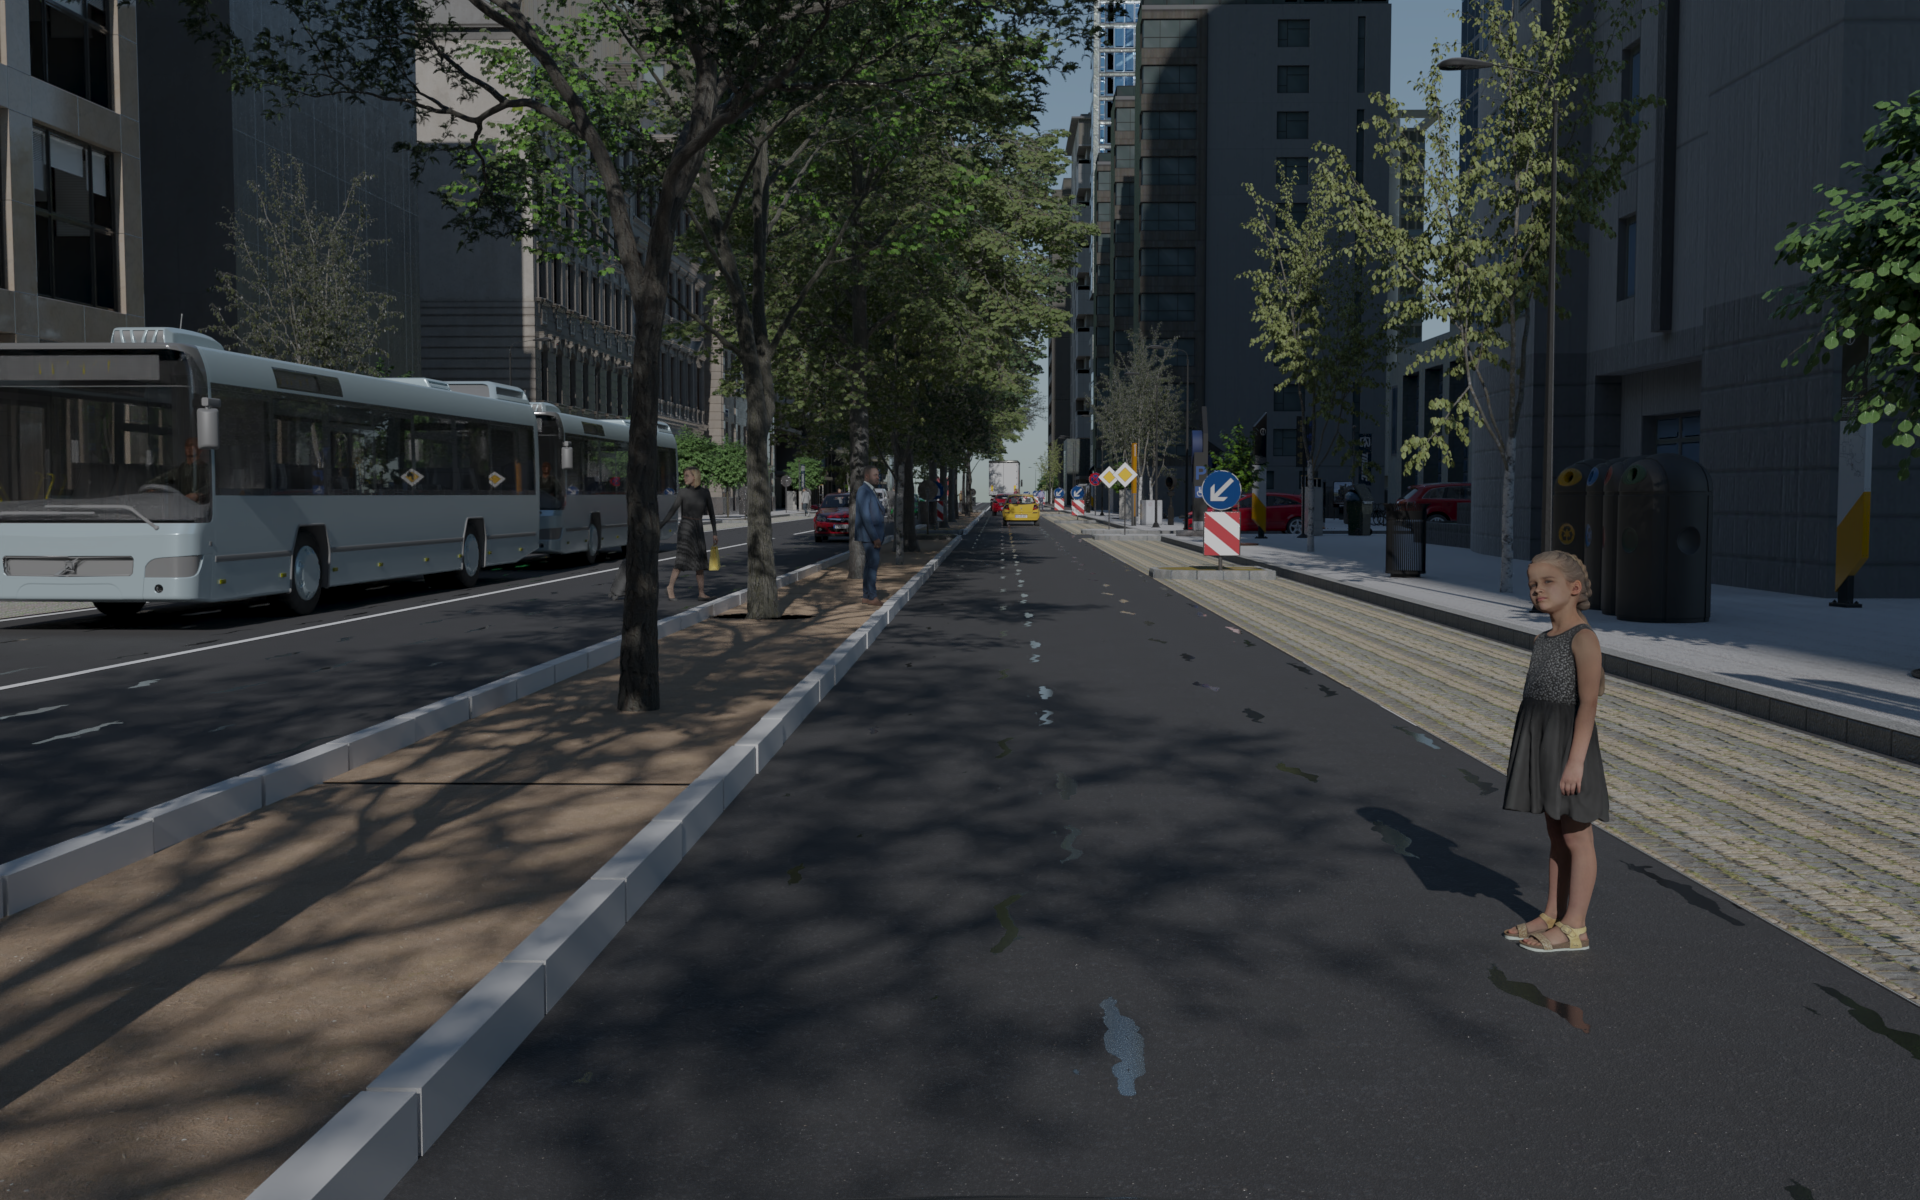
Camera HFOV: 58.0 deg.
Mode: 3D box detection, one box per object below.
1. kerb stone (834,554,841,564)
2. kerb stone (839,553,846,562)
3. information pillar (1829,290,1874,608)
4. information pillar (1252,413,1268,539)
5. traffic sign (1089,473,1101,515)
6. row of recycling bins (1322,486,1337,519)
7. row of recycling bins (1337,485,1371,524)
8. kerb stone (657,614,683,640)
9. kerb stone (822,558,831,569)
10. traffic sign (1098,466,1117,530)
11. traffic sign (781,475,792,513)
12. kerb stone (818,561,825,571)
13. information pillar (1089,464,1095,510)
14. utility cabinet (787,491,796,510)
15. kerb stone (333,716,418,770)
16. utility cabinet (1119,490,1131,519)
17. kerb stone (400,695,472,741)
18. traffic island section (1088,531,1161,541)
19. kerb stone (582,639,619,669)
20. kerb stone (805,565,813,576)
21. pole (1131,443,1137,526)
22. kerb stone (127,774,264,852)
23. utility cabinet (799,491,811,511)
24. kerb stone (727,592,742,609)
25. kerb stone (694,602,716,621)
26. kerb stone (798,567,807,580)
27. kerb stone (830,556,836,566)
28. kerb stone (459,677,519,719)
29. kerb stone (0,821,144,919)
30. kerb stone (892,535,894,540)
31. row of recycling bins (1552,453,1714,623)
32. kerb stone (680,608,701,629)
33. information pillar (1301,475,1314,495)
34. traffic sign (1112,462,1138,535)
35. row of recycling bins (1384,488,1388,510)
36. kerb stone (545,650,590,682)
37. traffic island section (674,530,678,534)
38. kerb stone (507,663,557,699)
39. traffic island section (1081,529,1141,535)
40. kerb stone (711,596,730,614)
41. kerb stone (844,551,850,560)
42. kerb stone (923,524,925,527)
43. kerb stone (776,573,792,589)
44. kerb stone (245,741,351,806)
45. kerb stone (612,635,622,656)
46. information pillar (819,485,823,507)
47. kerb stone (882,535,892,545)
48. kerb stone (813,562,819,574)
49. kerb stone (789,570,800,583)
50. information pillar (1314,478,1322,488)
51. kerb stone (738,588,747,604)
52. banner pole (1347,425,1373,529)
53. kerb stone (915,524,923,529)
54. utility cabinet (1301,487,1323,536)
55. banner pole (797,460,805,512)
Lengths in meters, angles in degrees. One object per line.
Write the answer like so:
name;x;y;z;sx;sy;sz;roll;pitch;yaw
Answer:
kerb stone;-2.568;-0.784;35.070;0.120;0.150;1.000;0;4;1
kerb stone;-2.544;-0.850;36.092;0.120;0.150;1.000;0;4;1
information pillar;10.067;-1.720;19.484;0.183;3.616;0.504;0;4;-6
information pillar;8.612;-3.572;49.761;0.504;3.616;0.183;-2;4;-34
traffic sign;8.102;-6.331;103.623;0.768;2.556;0.104;0;4;5
row of recycling bins;19.784;-5.216;92.388;1.069;1.692;3.534;0;4;-1
row of recycling bins;17.004;-4.114;74.382;1.069;1.692;3.534;0;4;8
kerb stone;-2.995;0.280;17.621;0.120;0.150;1.000;0;4;1
kerb stone;-2.620;-0.662;33.014;0.120;0.150;1.000;0;4;1
traffic sign;5.363;-3.586;62.279;0.795;2.450;0.064;0;4;1
traffic sign;-11.806;-7.188;117.629;0.768;2.556;0.104;0;4;8
kerb stone;-2.645;-0.587;31.984;0.120;0.150;1.000;0;4;1
information pillar;10.370;-8.863;136.269;0.504;3.616;0.183;-2;4;-29
utility cabinet;-13.144;-7.751;135.401;0.318;1.500;1.173;-2;4;-28
kerb stone;-3.191;0.782;9.415;0.120;0.150;1.000;0;4;1
utility cabinet;8.372;-4.804;87.232;0.318;1.500;1.173;2;4;28
kerb stone;-3.175;0.719;10.445;0.120;0.150;1.000;0;4;1
traffic island section;5.194;-1.963;54.373;2.009;0.180;2.903;0;4;1
kerb stone;-3.056;0.468;14.539;0.120;0.150;1.000;0;4;1
kerb stone;-2.693;-0.469;29.926;0.120;0.150;1.000;0;4;1
pole;6.979;-4.624;69.449;0.158;3.312;0.155;0;3;0
kerb stone;-3.242;0.907;7.364;0.120;0.150;1.000;0;4;1
utility cabinet;-11.320;-7.191;126.257;0.318;1.500;1.173;2;4;25
kerb stone;-2.899;0.030;21.720;0.120;0.150;1.000;0;4;1
kerb stone;-2.943;0.155;19.671;0.120;0.150;1.000;0;4;1
kerb stone;-2.709;-0.410;28.897;0.120;0.150;1.000;0;4;1
kerb stone;-2.596;-0.721;34.036;0.120;0.150;1.000;0;4;1
kerb stone;-3.137;0.656;11.467;0.120;0.150;1.000;0;4;1
kerb stone;-3.256;0.973;6.339;0.120;0.150;1.000;0;4;1
kerb stone;-2.149;-1.853;52.487;0.120;0.150;1.000;0;4;1
row of recycling bins;7.294;-0.719;18.861;1.069;1.692;3.534;0;4;6
kerb stone;-2.965;0.223;18.647;0.120;0.150;1.000;0;4;1
information pillar;13.639;-3.898;68.230;0.304;2.012;0.304;-1;4;-15
traffic sign;5.170;-3.098;54.296;0.795;2.450;0.064;0;4;1
row of recycling bins;30.179;-7.051;122.392;1.069;1.692;3.534;1;4;10
kerb stone;-3.089;0.531;13.518;0.120;0.150;1.000;0;4;1
traffic island section;-11.150;-2.476;62.758;2.009;0.180;2.903;0;4;1
kerb stone;-3.114;0.594;12.489;0.120;0.150;1.000;0;4;1
traffic island section;5.387;-2.451;62.355;2.009;0.180;2.903;0;4;1
kerb stone;-2.915;0.092;20.696;0.120;0.150;1.000;0;4;1
kerb stone;-2.518;-0.912;37.114;0.120;0.150;1.000;0;4;1
kerb stone;-1.665;-3.077;72.509;0.120;0.150;1.000;0;4;1
kerb stone;-2.770;-0.284;26.838;0.120;0.150;1.000;0;4;1
kerb stone;-3.213;0.845;8.393;0.120;0.150;1.000;0;4;1
kerb stone;-3.043;0.410;15.562;0.120;0.150;1.000;0;4;1
information pillar;-10.951;-8.085;136.681;0.304;2.012;0.304;0;4;1
kerb stone;-2.174;-1.790;51.463;0.120;0.150;1.000;0;4;1
kerb stone;-2.672;-0.535;30.953;0.120;0.150;1.000;0;4;1
kerb stone;-2.740;-0.347;27.875;0.120;0.150;1.000;0;4;1
information pillar;16.474;-4.615;79.942;0.304;2.012;0.304;-2;4;-32
kerb stone;-2.868;-0.033;22.742;0.120;0.150;1.000;0;4;1
banner pole;14.556;-4.464;63.001;0.863;3.779;0.401;1;4;20
kerb stone;-1.693;-3.014;71.476;0.120;0.150;1.000;0;4;1
utility cabinet;10.853;-2.730;53.312;0.318;1.500;1.173;0;4;-7
banner pole;-11.651;-8.396;127.295;0.401;3.779;0.863;3;4;37
